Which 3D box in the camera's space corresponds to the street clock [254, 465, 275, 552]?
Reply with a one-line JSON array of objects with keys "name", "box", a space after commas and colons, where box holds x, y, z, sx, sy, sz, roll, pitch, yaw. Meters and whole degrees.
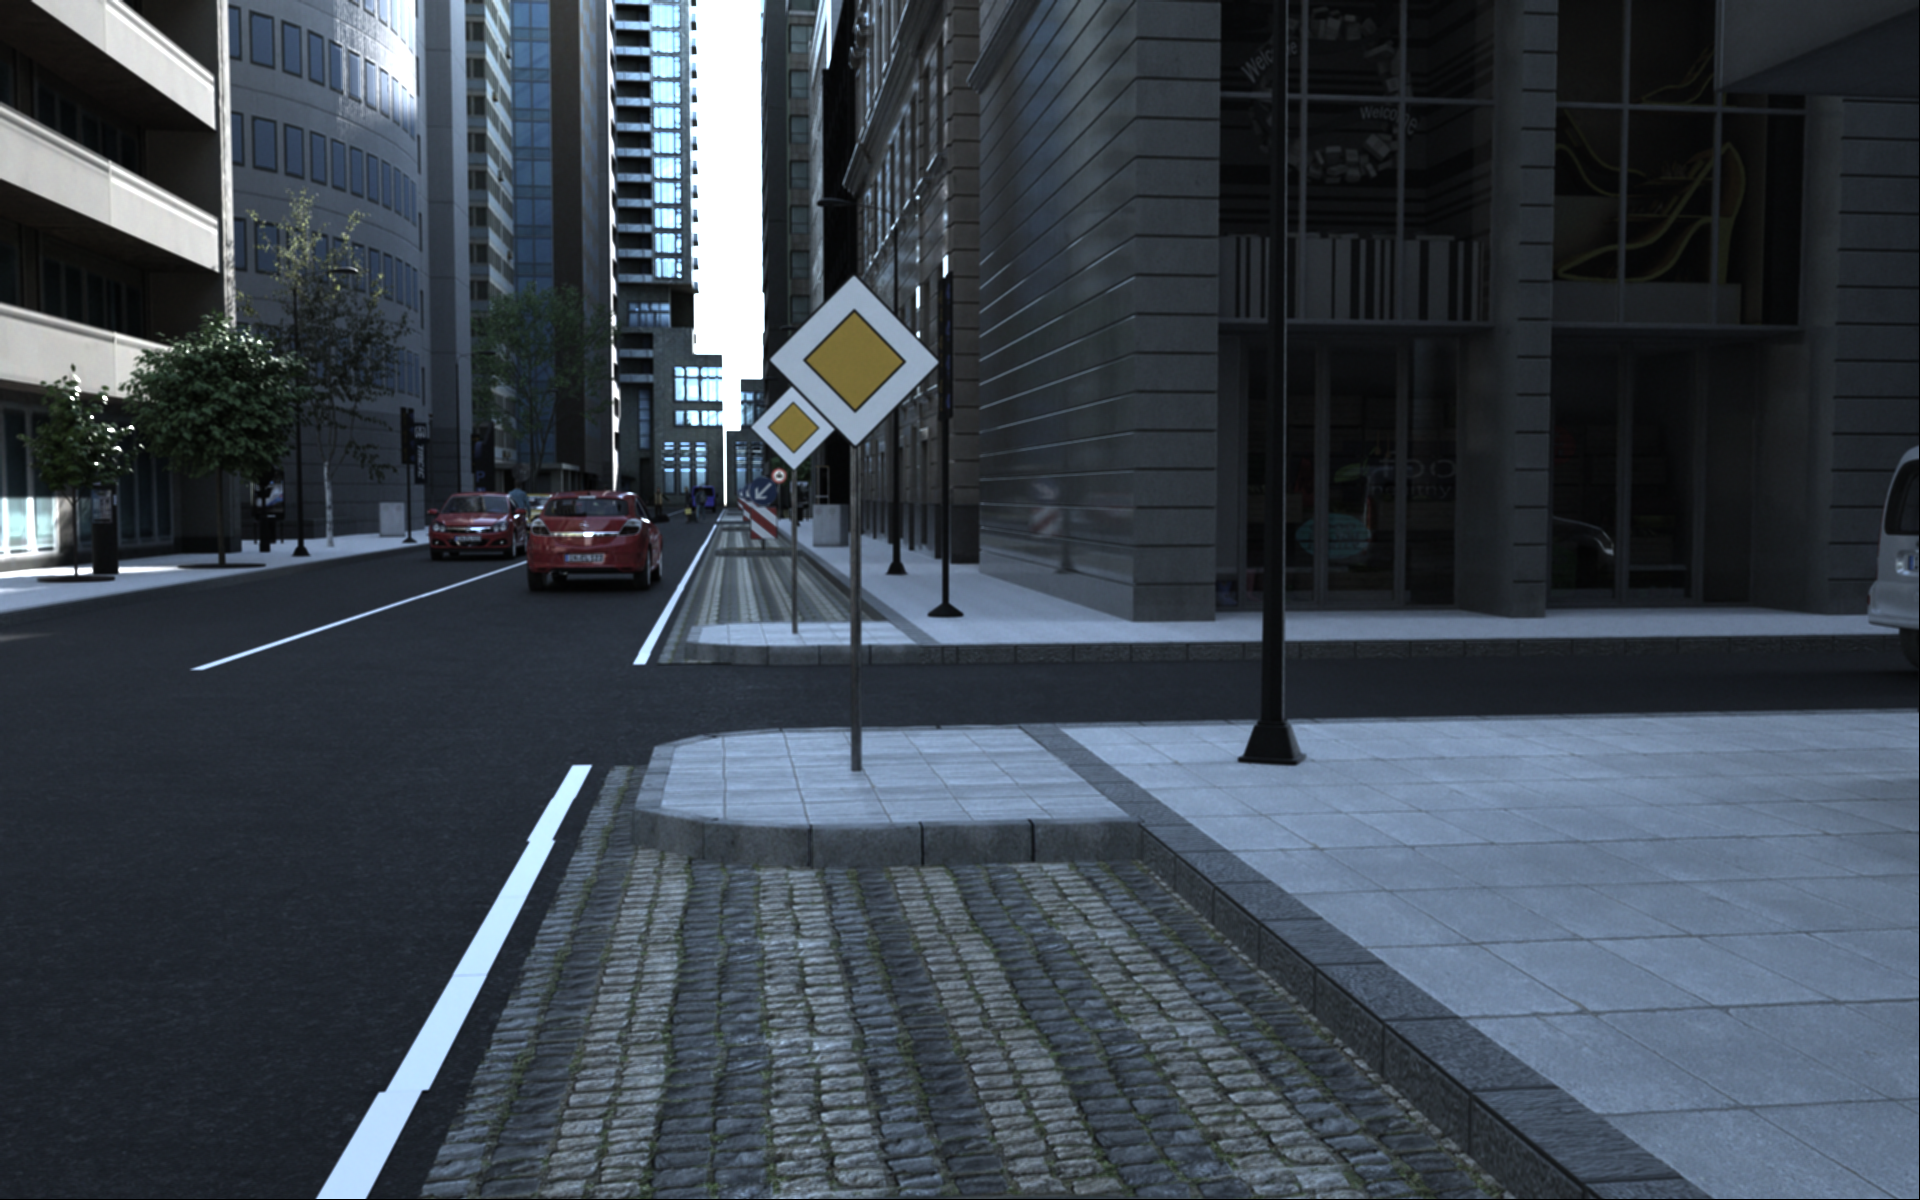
[{"name": "street clock", "box": [-15.393, -2.063, 38.293, 0.471, 2.002, 0.358, -2, 4, -34]}]

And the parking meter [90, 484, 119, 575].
[{"name": "parking meter", "box": [-13.687, -1.180, 27.706, 0.372, 1.533, 0.369, 0, 3, 0]}]

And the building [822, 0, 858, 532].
[{"name": "building", "box": [1.505, -14.339, 64.120, 12.332, 23.373, 15.834, 0, 4, -7]}]

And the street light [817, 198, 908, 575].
[{"name": "street light", "box": [-1.550, -3.357, 27.436, 1.470, 5.913, 1.316, 0, 4, -7]}]

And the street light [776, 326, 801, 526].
[{"name": "street light", "box": [-4.277, -4.621, 48.094, 1.470, 5.913, 1.316, 0, 4, -7]}]

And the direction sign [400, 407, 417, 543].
[{"name": "direction sign", "box": [-14.508, -3.276, 45.554, 0.379, 3.537, 0.876, 0, 4, 3]}]

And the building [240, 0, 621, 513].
[{"name": "building", "box": [-44.245, -37.196, 150.148, 28.212, 58.520, 21.231, 0, 4, -7]}]

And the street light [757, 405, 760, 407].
[{"name": "street light", "box": [-9.823, -7.189, 90.087, 1.470, 5.913, 1.316, 0, 4, -7]}]

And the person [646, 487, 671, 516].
[{"name": "person", "box": [-16.786, -5.370, 96.401, 1.348, 1.812, 0.705, -1, 4, -11]}]

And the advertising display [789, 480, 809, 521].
[{"name": "advertising display", "box": [-7.624, -4.691, 81.915, 0.974, 1.923, 0.123, -2, 4, -24]}]

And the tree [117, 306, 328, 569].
[{"name": "tree", "box": [-12.930, -2.857, 30.427, 4.285, 4.588, 4.351, 0, 3, 0]}]

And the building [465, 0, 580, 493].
[{"name": "building", "box": [-38.814, -24.879, 98.651, 32.217, 40.220, 23.993, 0, 4, -7]}]

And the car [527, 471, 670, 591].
[{"name": "car", "box": [-5.689, -1.115, 27.277, 2.155, 1.783, 4.494, 0, 4, -6]}]

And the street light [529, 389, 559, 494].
[{"name": "street light", "box": [-18.452, -6.372, 76.731, 1.470, 5.913, 1.316, 0, 4, -7]}]

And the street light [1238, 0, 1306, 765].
[{"name": "street light", "box": [0.970, -2.176, 8.113, 1.470, 5.913, 1.316, 0, 4, -7]}]

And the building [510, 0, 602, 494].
[{"name": "building", "box": [-35.157, -29.503, 132.492, 14.600, 45.320, 14.200, 0, 4, -7]}]

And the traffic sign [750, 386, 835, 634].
[{"name": "traffic sign", "box": [-1.523, -0.749, 15.890, 0.795, 2.450, 0.064, 0, 4, -7]}]

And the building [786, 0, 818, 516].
[{"name": "building", "box": [-3.557, -20.442, 105.933, 14.160, 30.474, 14.107, 0, 4, -7]}]

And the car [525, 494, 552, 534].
[{"name": "car", "box": [-13.952, -2.836, 56.585, 2.015, 1.641, 3.980, 0, 4, -7]}]

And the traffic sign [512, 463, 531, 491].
[{"name": "traffic sign", "box": [-17.759, -4.282, 70.112, 0.768, 2.556, 0.104, 0, 4, -4]}]

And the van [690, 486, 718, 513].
[{"name": "van", "box": [-20.144, -8.055, 136.085, 2.240, 2.365, 5.245, 0, 4, -8]}]

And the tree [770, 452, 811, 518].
[{"name": "tree", "box": [-8.826, -6.756, 94.181, 4.285, 4.588, 4.351, 0, 3, 0]}]

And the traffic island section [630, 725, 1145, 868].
[{"name": "traffic island section", "box": [-0.461, 0.870, 8.052, 2.009, 0.180, 2.903, 0, 4, -7]}]

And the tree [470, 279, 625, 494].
[{"name": "tree", "box": [-20.229, -9.605, 82.803, 9.928, 11.665, 9.643, 0, 3, 0]}]

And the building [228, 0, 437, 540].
[{"name": "building", "box": [-29.456, -31.522, 57.378, 21.231, 58.520, 28.212, 0, 4, -7]}]

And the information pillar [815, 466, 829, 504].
[{"name": "information pillar", "box": [-3.602, -2.498, 45.335, 0.304, 2.012, 0.304, -1, 4, -17]}]

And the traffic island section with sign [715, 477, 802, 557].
[{"name": "traffic island section with sign", "box": [-4.702, -1.941, 40.360, 1.989, 1.847, 2.006, 0, 4, -7]}]

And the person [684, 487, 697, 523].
[{"name": "person", "box": [-13.512, -4.771, 86.719, 0.699, 1.804, 1.509, 1, 4, 15]}]

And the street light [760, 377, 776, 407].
[{"name": "street light", "box": [-7.090, -5.906, 69.103, 1.470, 5.913, 1.316, 0, 4, -7]}]

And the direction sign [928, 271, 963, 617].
[{"name": "direction sign", "box": [-0.152, -1.597, 18.105, 0.379, 3.537, 0.876, -1, 4, -9]}]

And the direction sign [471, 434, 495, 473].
[{"name": "direction sign", "box": [-18.022, -4.494, 65.480, 0.876, 3.537, 0.379, 0, 4, 1]}]

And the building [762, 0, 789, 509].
[{"name": "building", "box": [-6.756, -32.510, 155.237, 21.300, 48.544, 21.600, 0, 4, -7]}]

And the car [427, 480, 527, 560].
[{"name": "car", "box": [-10.853, -1.842, 39.160, 2.155, 1.783, 4.494, -1, 4, -9]}]

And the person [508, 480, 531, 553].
[{"name": "person", "box": [-10.720, -2.027, 41.981, 0.601, 1.785, 0.444, 0, 4, -6]}]

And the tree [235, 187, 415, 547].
[{"name": "tree", "box": [-15.233, -5.584, 41.668, 4.360, 8.622, 3.978, 0, 3, 0]}]

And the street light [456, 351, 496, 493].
[{"name": "street light", "box": [-15.713, -5.115, 56.179, 1.470, 5.913, 1.316, 0, 4, -7]}]

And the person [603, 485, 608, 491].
[{"name": "person", "box": [-15.157, -4.057, 74.739, 0.836, 1.842, 0.656, -1, 4, -10]}]

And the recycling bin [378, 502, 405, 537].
[{"name": "recycling bin", "box": [-17.101, -2.420, 52.114, 0.722, 1.027, 0.722, -1, 4, -21]}]

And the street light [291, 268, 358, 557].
[{"name": "street light", "box": [-13.061, -3.858, 35.625, 1.470, 5.913, 1.316, 0, 4, -7]}]

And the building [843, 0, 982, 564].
[{"name": "building", "box": [3.846, -15.073, 43.700, 12.463, 27.353, 25.104, 0, 4, -7]}]

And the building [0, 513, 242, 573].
[{"name": "building", "box": [-25.111, -24.552, 25.125, 21.300, 48.544, 21.600, 0, 4, -7]}]

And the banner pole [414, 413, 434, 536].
[{"name": "banner pole", "box": [-16.508, -3.882, 53.485, 0.401, 3.779, 0.863, 3, 4, 38]}]

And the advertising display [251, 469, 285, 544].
[{"name": "advertising display", "box": [-17.874, -2.418, 44.747, 0.123, 1.923, 0.974, 2, 4, 27]}]

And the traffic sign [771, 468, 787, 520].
[{"name": "traffic sign", "box": [-8.790, -5.147, 84.265, 0.768, 2.556, 0.104, 0, 4, -5]}]

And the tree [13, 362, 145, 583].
[{"name": "tree", "box": [-13.005, -1.883, 25.397, 1.663, 3.219, 1.824, 0, 3, 0]}]

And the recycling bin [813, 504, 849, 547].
[{"name": "recycling bin", "box": [-3.171, -1.835, 42.553, 0.722, 1.027, 0.722, 1, 4, 15]}]

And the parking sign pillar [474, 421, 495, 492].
[{"name": "parking sign pillar", "box": [-17.419, -4.589, 63.505, 1.447, 3.967, 1.447, 0, 4, -1]}]

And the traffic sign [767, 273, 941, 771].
[{"name": "traffic sign", "box": [-0.484, -0.265, 7.972, 0.795, 2.450, 0.064, 0, 4, -7]}]

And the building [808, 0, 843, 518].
[{"name": "building", "box": [-0.628, -16.133, 81.800, 12.078, 24.808, 19.932, 0, 4, -7]}]

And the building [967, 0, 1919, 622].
[{"name": "building", "box": [15.633, -15.058, 23.686, 29.804, 29.767, 11.434, 0, 4, -7]}]

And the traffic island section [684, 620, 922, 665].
[{"name": "traffic island section", "box": [-1.501, 0.386, 15.970, 2.009, 0.180, 2.903, 0, 4, -7]}]

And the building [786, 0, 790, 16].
[{"name": "building", "box": [-1.451, -31.151, 128.933, 23.786, 49.044, 30.456, 0, 4, -7]}]

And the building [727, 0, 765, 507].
[{"name": "building", "box": [-9.630, -53.337, 184.727, 31.000, 86.520, 22.319, 0, 4, -7]}]

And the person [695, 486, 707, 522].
[{"name": "person", "box": [-13.305, -4.902, 88.627, 0.794, 1.824, 0.713, 1, 4, 17]}]

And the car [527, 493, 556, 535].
[{"name": "car", "box": [-14.572, -3.246, 62.120, 2.155, 1.783, 4.494, 0, 4, -7]}]

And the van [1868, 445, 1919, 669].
[{"name": "van", "box": [9.316, -0.388, 13.362, 4.112, 2.044, 2.013, 0, 4, -7]}]

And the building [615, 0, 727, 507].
[{"name": "building", "box": [-40.643, -53.124, 181.244, 31.000, 86.520, 22.319, 0, 4, -7]}]
